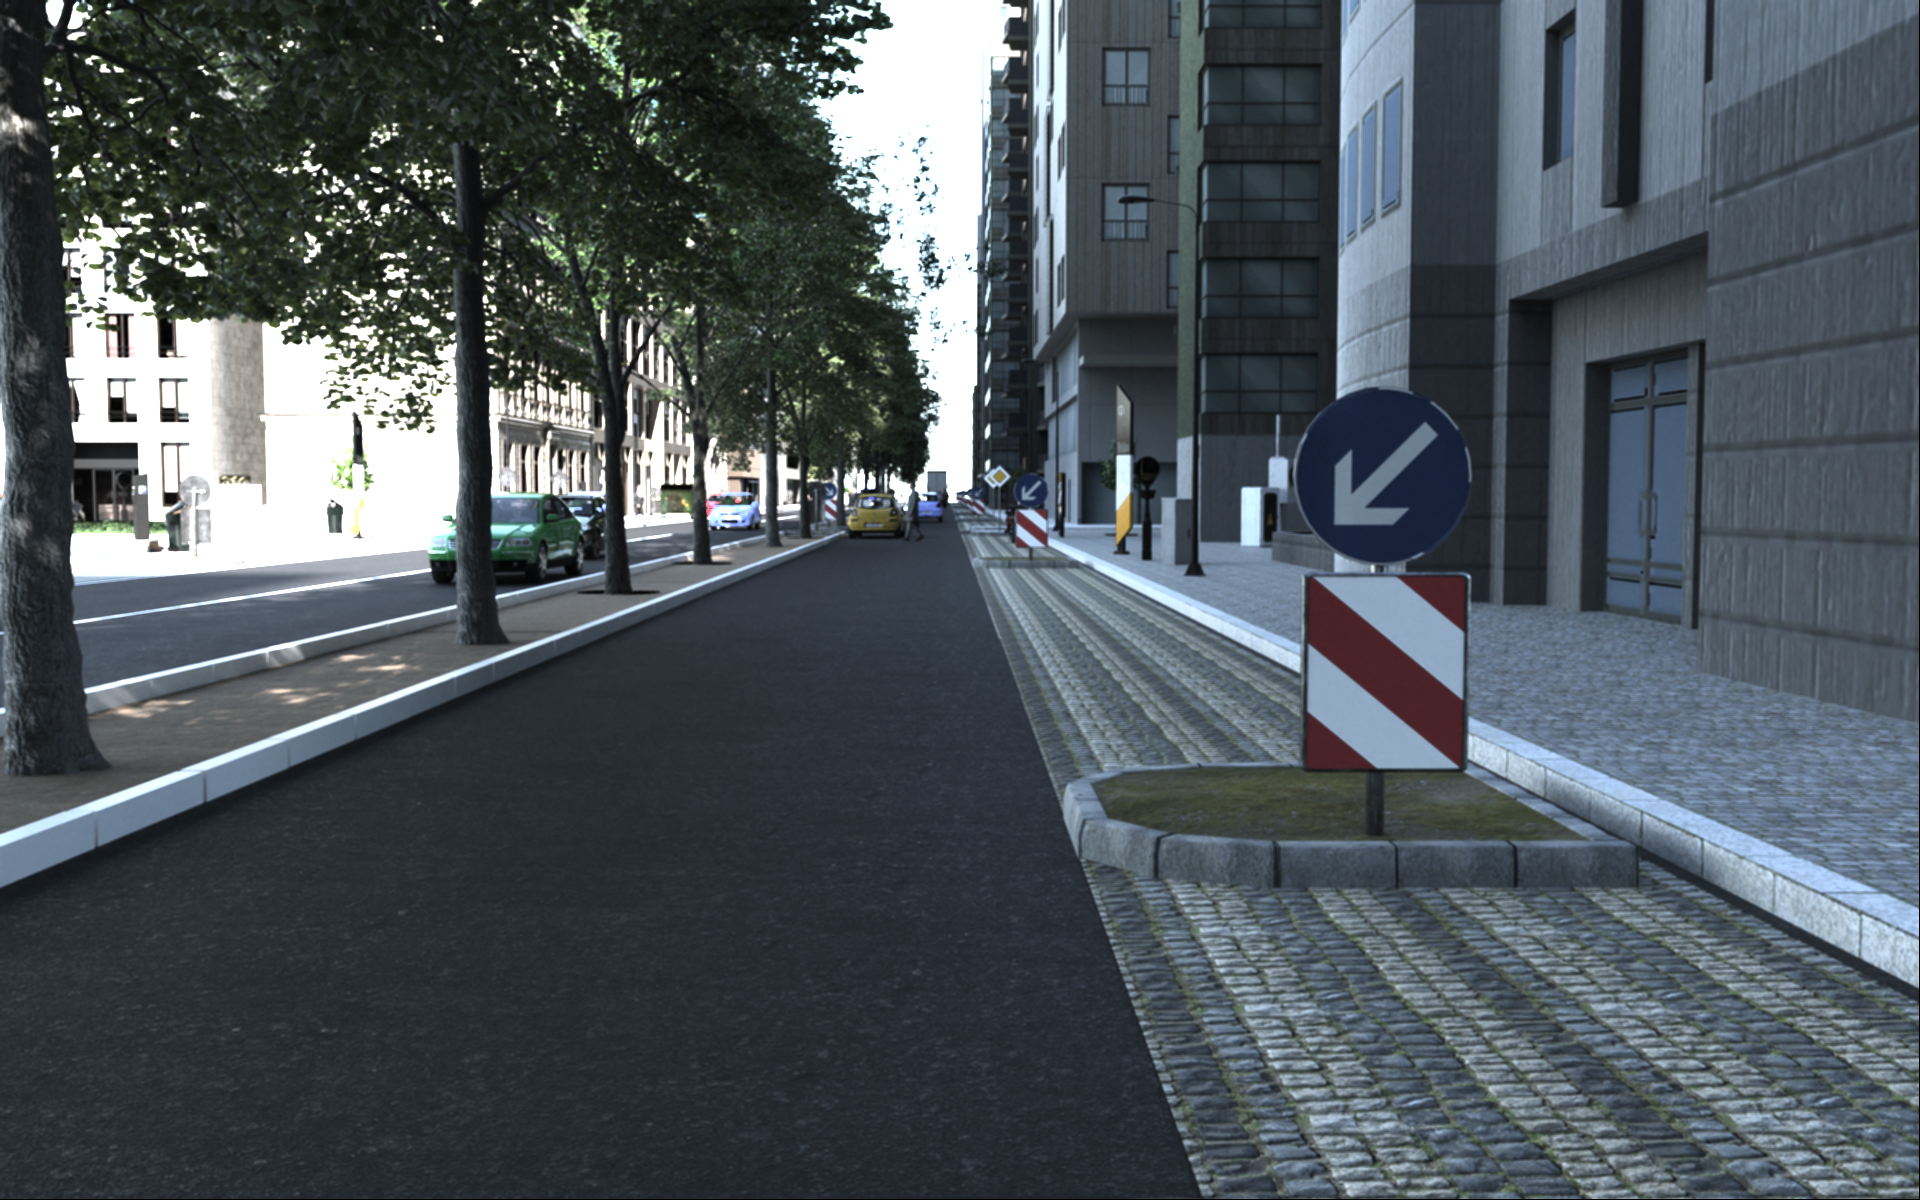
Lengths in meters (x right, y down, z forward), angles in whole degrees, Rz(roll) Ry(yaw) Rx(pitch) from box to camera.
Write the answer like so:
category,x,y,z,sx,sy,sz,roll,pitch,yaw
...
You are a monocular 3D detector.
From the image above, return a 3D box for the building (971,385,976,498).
category,x,y,z,sx,sy,sz,roll,pitch,yaw
building,15.877,-27.119,288.429,27.650,21.520,28.899,0,4,0

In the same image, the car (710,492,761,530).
category,x,y,z,sx,sy,sz,roll,pitch,yaw
car,-9.010,-3.667,69.553,1.945,1.707,3.694,0,4,0

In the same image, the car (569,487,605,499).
category,x,y,z,sx,sy,sz,roll,pitch,yaw
car,-12.459,-2.930,57.496,1.945,1.707,3.694,0,4,1

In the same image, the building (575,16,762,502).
category,x,y,z,sx,sy,sz,roll,pitch,yaw
building,-24.896,-30.526,149.202,14.600,45.320,14.200,0,4,0

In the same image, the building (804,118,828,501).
category,x,y,z,sx,sy,sz,roll,pitch,yaw
building,-32.509,-39.747,239.100,28.713,52.752,27.495,0,4,0

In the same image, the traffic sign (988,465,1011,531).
category,x,y,z,sx,sy,sz,roll,pitch,yaw
traffic sign,1.367,-3.433,59.773,0.795,2.450,0.064,0,4,0

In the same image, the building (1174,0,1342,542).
category,x,y,z,sx,sy,sz,roll,pitch,yaw
building,13.384,-17.160,52.267,14.160,30.474,14.107,0,4,0

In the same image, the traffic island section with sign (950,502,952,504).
category,x,y,z,sx,sy,sz,roll,pitch,yaw
traffic island section with sign,0.251,-9.726,167.643,1.989,1.847,2.006,0,4,0

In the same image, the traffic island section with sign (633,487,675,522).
category,x,y,z,sx,sy,sz,roll,pitch,yaw
traffic island section with sign,-15.835,-4.966,89.826,1.989,1.847,2.006,0,4,0

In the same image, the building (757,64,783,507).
category,x,y,z,sx,sy,sz,roll,pitch,yaw
building,-29.403,-38.406,169.933,21.231,58.520,28.212,0,4,0

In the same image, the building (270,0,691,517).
category,x,y,z,sx,sy,sz,roll,pitch,yaw
building,-28.369,-18.314,103.957,19.350,26.468,34.151,0,4,0

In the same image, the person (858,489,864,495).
category,x,y,z,sx,sy,sz,roll,pitch,yaw
person,-6.968,-6.889,121.257,0.709,1.813,0.853,1,4,9

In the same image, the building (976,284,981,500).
category,x,y,z,sx,sy,sz,roll,pitch,yaw
building,9.193,-28.533,238.216,14.160,30.474,14.107,0,4,0

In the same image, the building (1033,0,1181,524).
category,x,y,z,sx,sy,sz,roll,pitch,yaw
building,17.133,-30.188,82.814,27.495,52.752,28.713,0,4,0

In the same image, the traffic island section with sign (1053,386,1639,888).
category,x,y,z,sx,sy,sz,roll,pitch,yaw
traffic island section with sign,1.455,0.088,7.197,1.989,1.847,2.006,0,4,0

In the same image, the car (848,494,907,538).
category,x,y,z,sx,sy,sz,roll,pitch,yaw
car,-2.727,-2.890,57.480,2.015,1.641,3.980,0,4,1

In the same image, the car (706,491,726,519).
category,x,y,z,sx,sy,sz,roll,pitch,yaw
car,-13.034,-5.248,94.837,2.155,1.783,4.494,0,3,0

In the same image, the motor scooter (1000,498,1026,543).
category,x,y,z,sx,sy,sz,roll,pitch,yaw
motor scooter,1.598,-2.329,50.854,0.815,1.314,1.986,0,4,0

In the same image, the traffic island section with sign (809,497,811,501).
category,x,y,z,sx,sy,sz,roll,pitch,yaw
traffic island section with sign,-16.623,-11.382,194.726,1.989,1.847,2.006,0,4,0

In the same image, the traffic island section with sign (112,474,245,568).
category,x,y,z,sx,sy,sz,roll,pitch,yaw
traffic island section with sign,-15.407,-1.578,34.422,1.989,1.847,2.006,0,4,0

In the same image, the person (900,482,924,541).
category,x,y,z,sx,sy,sz,roll,pitch,yaw
person,-1.484,-2.734,53.300,0.767,1.812,0.694,0,4,-3

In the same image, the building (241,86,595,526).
category,x,y,z,sx,sy,sz,roll,pitch,yaw
building,-22.994,-13.005,77.254,10.561,19.102,19.286,0,4,0

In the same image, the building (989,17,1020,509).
category,x,y,z,sx,sy,sz,roll,pitch,yaw
building,9.587,-28.693,152.727,14.154,41.232,14.086,0,4,0

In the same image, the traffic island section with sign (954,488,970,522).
category,x,y,z,sx,sy,sz,roll,pitch,yaw
traffic island section with sign,0.837,-4.941,89.406,1.989,1.847,2.006,0,4,0

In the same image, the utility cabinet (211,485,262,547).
category,x,y,z,sx,sy,sz,roll,pitch,yaw
utility cabinet,-17.474,-2.028,41.834,0.318,1.500,1.173,2,4,31

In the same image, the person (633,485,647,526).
category,x,y,z,sx,sy,sz,roll,pitch,yaw
person,-14.492,-4.297,78.534,0.659,1.850,0.755,-3,5,-40

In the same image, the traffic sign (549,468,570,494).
category,x,y,z,sx,sy,sz,roll,pitch,yaw
traffic sign,-15.637,-3.915,67.652,0.795,2.450,0.064,0,4,0

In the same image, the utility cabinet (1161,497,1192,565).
category,x,y,z,sx,sy,sz,roll,pitch,yaw
utility cabinet,4.013,-1.261,31.777,0.306,1.237,1.020,2,4,27

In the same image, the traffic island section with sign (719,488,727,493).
category,x,y,z,sx,sy,sz,roll,pitch,yaw
traffic island section with sign,-16.035,-6.615,116.780,1.989,1.847,2.006,0,4,0

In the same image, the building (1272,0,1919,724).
category,x,y,z,sx,sy,sz,roll,pitch,yaw
building,15.749,-29.285,20.809,21.231,58.520,28.212,0,4,0

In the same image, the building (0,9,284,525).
category,x,y,z,sx,sy,sz,roll,pitch,yaw
building,-37.468,-13.279,71.859,16.860,20.320,10.420,0,4,0

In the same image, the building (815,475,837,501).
category,x,y,z,sx,sy,sz,roll,pitch,yaw
building,-30.195,-37.530,268.242,22.147,44.769,28.867,0,4,0

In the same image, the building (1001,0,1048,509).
category,x,y,z,sx,sy,sz,roll,pitch,yaw
building,14.326,-28.954,128.017,22.147,44.769,28.867,0,4,0

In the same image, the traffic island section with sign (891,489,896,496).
category,x,y,z,sx,sy,sz,roll,pitch,yaw
traffic island section with sign,-5.638,-8.223,142.585,2.006,1.907,1.989,0,4,0

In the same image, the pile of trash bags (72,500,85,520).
category,x,y,z,sx,sy,sz,roll,pitch,yaw
pile of trash bags,-31.080,-2.960,58.147,3.447,1.369,1.912,0,4,4

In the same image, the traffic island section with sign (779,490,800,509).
category,x,y,z,sx,sy,sz,roll,pitch,yaw
traffic island section with sign,-16.409,-9.699,167.214,1.989,1.847,2.006,0,4,0

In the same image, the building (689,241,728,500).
category,x,y,z,sx,sy,sz,roll,pitch,yaw
building,-23.712,-18.566,132.435,11.050,23.489,19.941,0,4,0

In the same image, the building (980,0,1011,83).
category,x,y,z,sx,sy,sz,roll,pitch,yaw
building,12.995,-40.494,204.074,21.231,58.520,28.212,0,4,0

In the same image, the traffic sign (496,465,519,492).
category,x,y,z,sx,sy,sz,roll,pitch,yaw
traffic sign,-15.577,-3.427,59.667,0.795,2.450,0.064,0,4,0

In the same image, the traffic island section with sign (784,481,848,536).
category,x,y,z,sx,sy,sz,roll,pitch,yaw
traffic island section with sign,-5.021,-3.175,60.041,2.006,1.907,1.989,0,4,0

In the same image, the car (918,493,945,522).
category,x,y,z,sx,sy,sz,roll,pitch,yaw
car,-1.738,-4.872,89.250,1.945,1.707,3.694,0,4,-1

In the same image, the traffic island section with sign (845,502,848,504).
category,x,y,z,sx,sy,sz,roll,pitch,yaw
traffic island section with sign,-17.236,-16.410,276.937,1.989,1.847,2.006,0,4,0

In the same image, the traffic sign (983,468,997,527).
category,x,y,z,sx,sy,sz,roll,pitch,yaw
traffic sign,1.307,-3.921,67.758,0.795,2.450,0.064,0,4,0

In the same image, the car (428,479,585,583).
category,x,y,z,sx,sy,sz,roll,pitch,yaw
car,-7.596,-1.253,29.286,1.959,1.807,4.718,0,4,0

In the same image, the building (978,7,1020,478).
category,x,y,z,sx,sy,sz,roll,pitch,yaw
building,13.900,-33.974,175.090,23.786,49.044,30.456,0,4,0

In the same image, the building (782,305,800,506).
category,x,y,z,sx,sy,sz,roll,pitch,yaw
building,-29.470,-34.977,195.568,21.300,48.544,21.600,0,4,0

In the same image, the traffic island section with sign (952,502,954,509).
category,x,y,z,sx,sy,sz,roll,pitch,yaw
traffic island section with sign,0.629,-6.646,117.287,1.989,1.847,2.006,0,4,0

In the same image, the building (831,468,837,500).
category,x,y,z,sx,sy,sz,roll,pitch,yaw
building,-27.418,-37.127,290.624,14.154,41.232,14.086,0,4,0

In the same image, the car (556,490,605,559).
category,x,y,z,sx,sy,sz,roll,pitch,yaw
car,-8.843,-1.797,39.175,2.009,1.686,4.222,0,4,-2

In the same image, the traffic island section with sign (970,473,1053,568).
category,x,y,z,sx,sy,sz,roll,pitch,yaw
traffic island section with sign,1.261,-1.561,34.152,1.989,1.847,2.006,0,4,0
